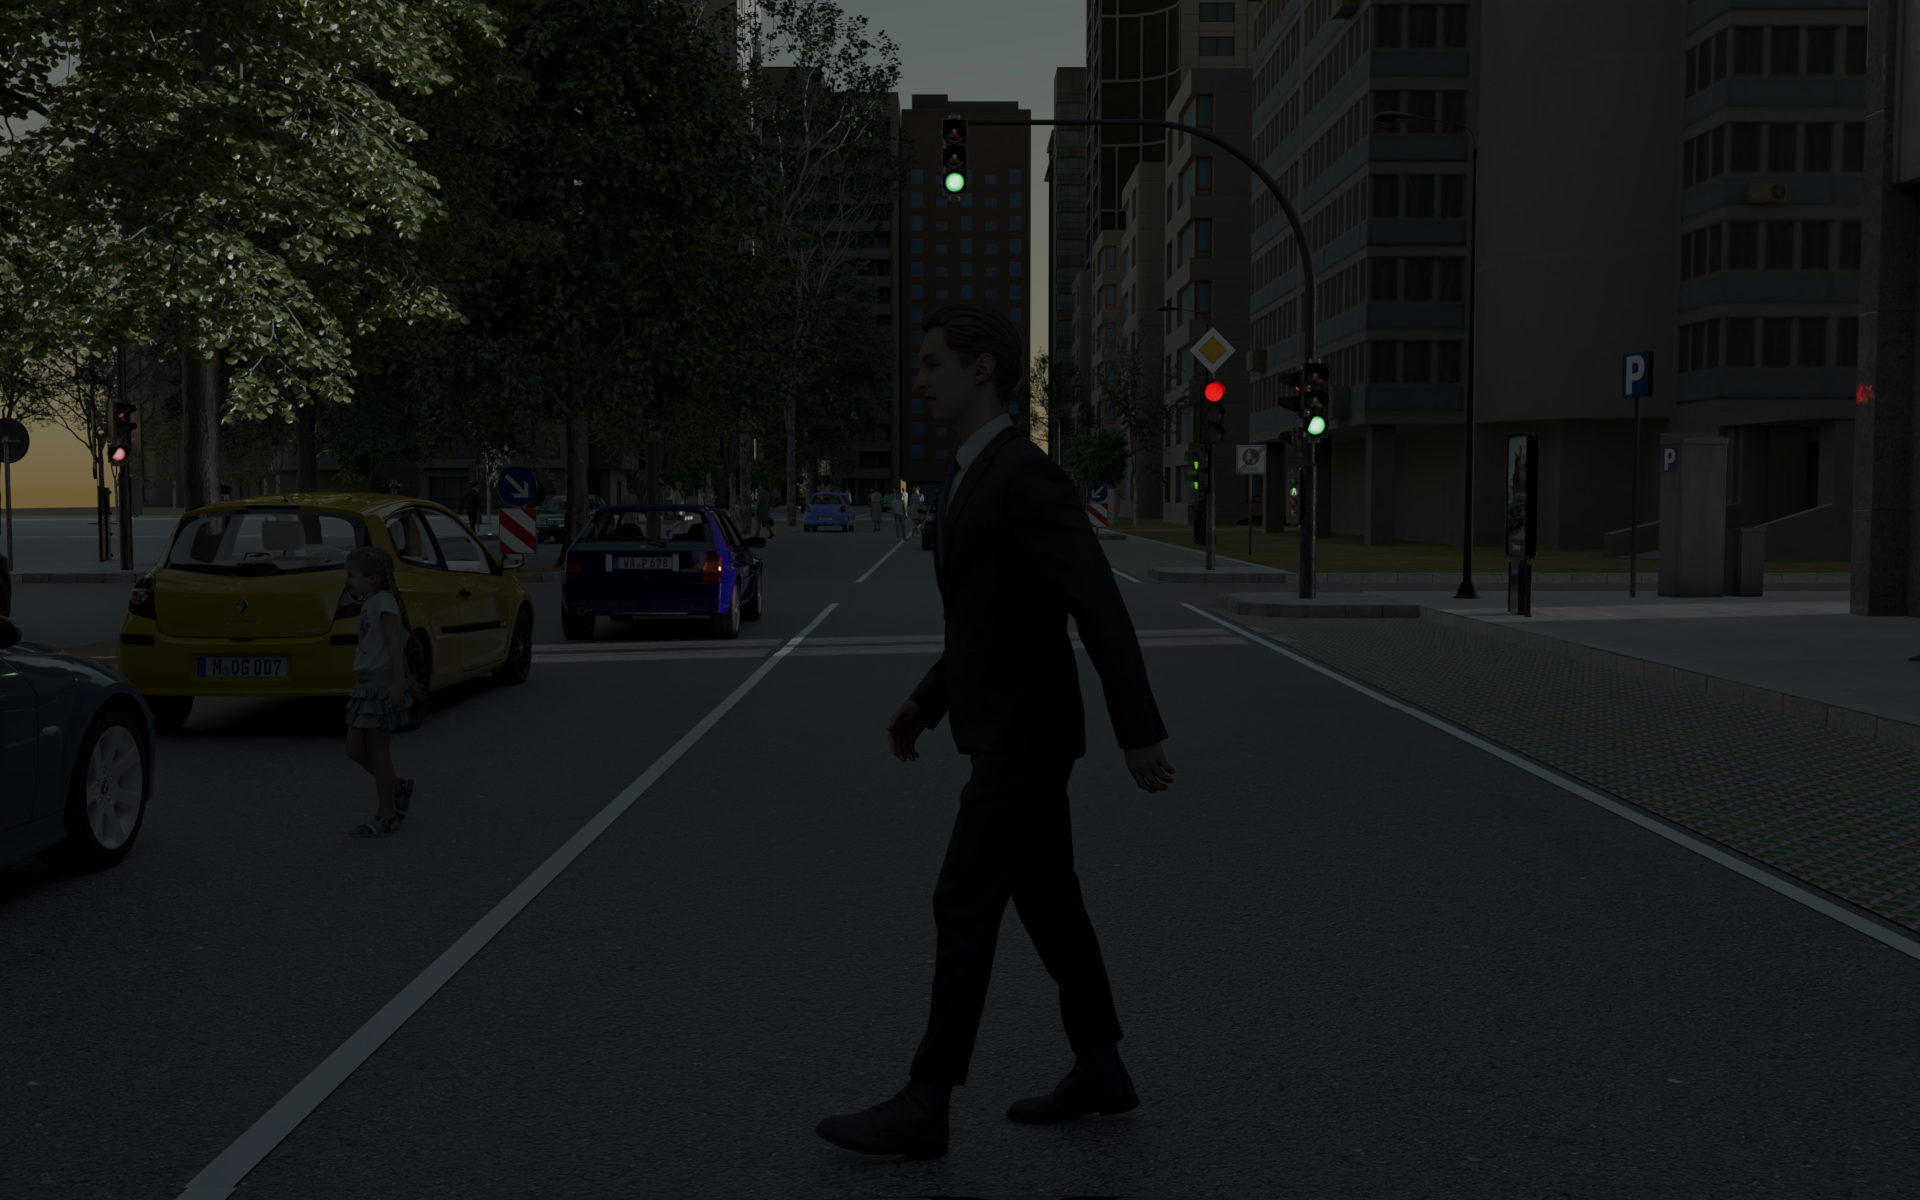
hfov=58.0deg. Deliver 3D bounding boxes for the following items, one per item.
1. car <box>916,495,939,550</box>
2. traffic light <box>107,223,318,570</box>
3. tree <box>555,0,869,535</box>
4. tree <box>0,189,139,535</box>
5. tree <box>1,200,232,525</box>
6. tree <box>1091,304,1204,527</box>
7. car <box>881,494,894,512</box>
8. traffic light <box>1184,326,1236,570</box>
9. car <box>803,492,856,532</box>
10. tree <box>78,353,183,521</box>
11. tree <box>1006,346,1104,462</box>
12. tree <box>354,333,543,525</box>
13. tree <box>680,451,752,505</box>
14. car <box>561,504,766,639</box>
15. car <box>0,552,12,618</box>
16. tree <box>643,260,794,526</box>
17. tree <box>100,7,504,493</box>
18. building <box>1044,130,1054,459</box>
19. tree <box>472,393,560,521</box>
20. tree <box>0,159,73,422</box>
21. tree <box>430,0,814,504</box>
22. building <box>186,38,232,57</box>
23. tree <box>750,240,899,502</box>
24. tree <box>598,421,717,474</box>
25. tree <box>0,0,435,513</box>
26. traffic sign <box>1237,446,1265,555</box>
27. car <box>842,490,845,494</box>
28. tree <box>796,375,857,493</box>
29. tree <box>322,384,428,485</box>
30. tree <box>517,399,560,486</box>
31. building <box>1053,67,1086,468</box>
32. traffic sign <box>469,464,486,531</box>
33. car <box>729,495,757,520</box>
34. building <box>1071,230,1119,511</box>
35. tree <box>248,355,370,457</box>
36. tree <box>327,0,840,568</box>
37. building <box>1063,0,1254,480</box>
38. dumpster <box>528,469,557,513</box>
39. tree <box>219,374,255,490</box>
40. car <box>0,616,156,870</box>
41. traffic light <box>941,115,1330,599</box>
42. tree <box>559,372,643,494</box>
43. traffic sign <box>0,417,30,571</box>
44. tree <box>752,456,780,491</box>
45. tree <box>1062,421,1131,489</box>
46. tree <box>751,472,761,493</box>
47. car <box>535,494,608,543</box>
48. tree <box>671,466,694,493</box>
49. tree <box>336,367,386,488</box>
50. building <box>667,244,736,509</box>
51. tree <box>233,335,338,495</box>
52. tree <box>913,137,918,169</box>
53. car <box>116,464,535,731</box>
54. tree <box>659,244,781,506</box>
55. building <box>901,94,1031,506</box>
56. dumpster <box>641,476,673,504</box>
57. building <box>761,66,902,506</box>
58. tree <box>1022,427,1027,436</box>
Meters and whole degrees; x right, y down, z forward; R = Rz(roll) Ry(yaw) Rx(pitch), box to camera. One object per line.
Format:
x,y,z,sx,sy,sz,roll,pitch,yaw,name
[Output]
-0.149,-2.187,45.547,2.009,1.686,4.222,0,4,-1,car
-11.953,-3.333,29.156,4.771,5.953,1.251,0,4,0,traffic light
-8.709,-12.380,60.766,12.611,20.169,13.585,0,3,0,tree
-29.756,-7.261,53.128,8.767,10.594,7.601,-2,4,-31,tree
-36.355,-9.942,72.923,12.009,13.543,11.850,0,3,0,tree
7.058,-7.166,67.519,4.360,8.622,3.978,0,3,0,tree
-5.224,-7.794,136.220,1.959,1.807,4.718,0,4,1,car
4.217,-2.463,29.198,0.839,4.253,0.868,0,4,0,traffic light
-4.990,-3.476,66.423,1.945,1.707,3.694,0,4,2,car
-40.172,-8.089,82.616,4.737,8.622,4.395,0,3,0,tree
5.907,-10.717,109.633,7.601,10.594,8.767,0,4,8,tree
-20.283,-9.004,72.969,9.928,11.665,9.643,0,3,0,tree
-17.182,-8.132,116.671,4.285,4.588,4.351,0,3,0,tree
-3.089,-0.360,18.465,1.945,1.354,3.894,0,4,-1,car
-10.586,-0.382,16.035,2.009,1.686,4.222,0,4,2,car
-6.880,-6.089,52.367,4.737,8.622,4.395,0,3,0,tree
-16.654,-8.412,44.197,9.857,13.997,8.962,0,3,0,tree
22.926,-33.467,201.816,28.867,44.769,22.147,0,4,0,building
-21.834,-8.380,87.383,4.360,8.622,3.978,0,3,0,tree
-21.162,-5.279,36.666,4.360,8.622,3.978,0,3,0,tree
-7.374,-7.366,41.023,7.486,12.596,7.792,0,3,0,tree
-75.142,-46.594,200.057,20.611,71.187,20.563,0,4,0,building
-7.486,-10.906,87.433,9.857,13.997,8.962,0,3,0,tree
-17.318,-10.101,99.568,7.601,10.594,8.767,0,4,-6,tree
-7.197,-5.855,16.319,7.486,12.596,7.792,0,3,0,tree
6.088,-2.090,36.293,0.606,2.300,0.079,0,4,6,traffic sign
-10.898,-8.760,151.905,2.281,1.827,5.304,0,4,-1,car
-7.540,-8.683,94.791,4.360,8.622,3.978,0,3,0,tree
-17.351,-4.167,51.837,4.285,4.588,4.351,0,3,0,tree
-24.323,-9.176,100.396,4.737,8.622,4.395,0,3,0,tree
16.044,-29.723,169.566,14.154,41.232,14.086,0,4,0,building
-16.569,-3.510,59.511,0.606,2.300,0.079,0,4,5,traffic sign
-11.610,-5.072,94.937,2.014,1.417,4.499,0,4,-1,car
23.082,-17.313,128.112,27.650,21.520,28.899,0,4,0,building
-33.899,-9.574,90.946,7.601,10.594,8.767,-1,4,-15,tree
-7.216,-6.907,32.387,9.611,12.733,9.660,0,3,0,tree
19.761,-43.611,151.292,20.563,71.187,20.611,0,4,0,building
-16.324,-3.880,65.930,1.502,2.255,1.985,0,3,0,dumpster
-41.714,-9.061,98.503,4.360,8.622,3.978,0,3,0,tree
-4.047,0.421,5.117,2.014,1.417,4.499,0,4,-2,car
2.156,-2.838,21.063,4.771,5.953,1.251,0,4,0,traffic light
-16.826,-8.351,86.906,4.737,8.622,4.395,0,3,0,tree
-15.815,-1.753,28.773,0.768,2.556,0.104,0,4,6,traffic sign
-16.852,-10.011,147.388,4.285,4.588,4.351,0,3,0,tree
6.231,-5.749,77.703,4.285,4.588,4.351,0,3,0,tree
-16.961,-8.932,140.646,1.663,3.219,1.824,0,3,0,tree
-11.546,-2.457,51.972,2.131,1.459,4.920,0,4,-1,car
-17.548,-6.977,108.673,1.663,3.219,1.824,0,3,0,tree
-27.087,-8.210,84.599,4.737,8.622,4.395,0,3,0,tree
-27.317,-23.107,149.500,14.160,30.474,14.107,0,4,0,building
-33.138,-8.107,82.911,4.737,8.622,4.395,0,3,0,tree
-8.579,-13.308,75.927,12.611,20.169,13.585,0,3,0,tree
-4.134,-0.102,11.895,2.015,1.641,3.980,0,3,0,car
-6.942,-5.795,47.562,4.360,8.622,3.978,0,3,0,tree
0.656,-33.480,197.503,14.200,45.320,14.600,0,4,0,building
-16.387,-5.577,93.682,1.502,2.255,1.985,0,3,0,dumpster
-17.284,-35.276,200.463,21.600,48.544,21.300,0,4,0,building
6.070,-13.843,176.699,4.737,8.622,4.395,0,3,0,tree
